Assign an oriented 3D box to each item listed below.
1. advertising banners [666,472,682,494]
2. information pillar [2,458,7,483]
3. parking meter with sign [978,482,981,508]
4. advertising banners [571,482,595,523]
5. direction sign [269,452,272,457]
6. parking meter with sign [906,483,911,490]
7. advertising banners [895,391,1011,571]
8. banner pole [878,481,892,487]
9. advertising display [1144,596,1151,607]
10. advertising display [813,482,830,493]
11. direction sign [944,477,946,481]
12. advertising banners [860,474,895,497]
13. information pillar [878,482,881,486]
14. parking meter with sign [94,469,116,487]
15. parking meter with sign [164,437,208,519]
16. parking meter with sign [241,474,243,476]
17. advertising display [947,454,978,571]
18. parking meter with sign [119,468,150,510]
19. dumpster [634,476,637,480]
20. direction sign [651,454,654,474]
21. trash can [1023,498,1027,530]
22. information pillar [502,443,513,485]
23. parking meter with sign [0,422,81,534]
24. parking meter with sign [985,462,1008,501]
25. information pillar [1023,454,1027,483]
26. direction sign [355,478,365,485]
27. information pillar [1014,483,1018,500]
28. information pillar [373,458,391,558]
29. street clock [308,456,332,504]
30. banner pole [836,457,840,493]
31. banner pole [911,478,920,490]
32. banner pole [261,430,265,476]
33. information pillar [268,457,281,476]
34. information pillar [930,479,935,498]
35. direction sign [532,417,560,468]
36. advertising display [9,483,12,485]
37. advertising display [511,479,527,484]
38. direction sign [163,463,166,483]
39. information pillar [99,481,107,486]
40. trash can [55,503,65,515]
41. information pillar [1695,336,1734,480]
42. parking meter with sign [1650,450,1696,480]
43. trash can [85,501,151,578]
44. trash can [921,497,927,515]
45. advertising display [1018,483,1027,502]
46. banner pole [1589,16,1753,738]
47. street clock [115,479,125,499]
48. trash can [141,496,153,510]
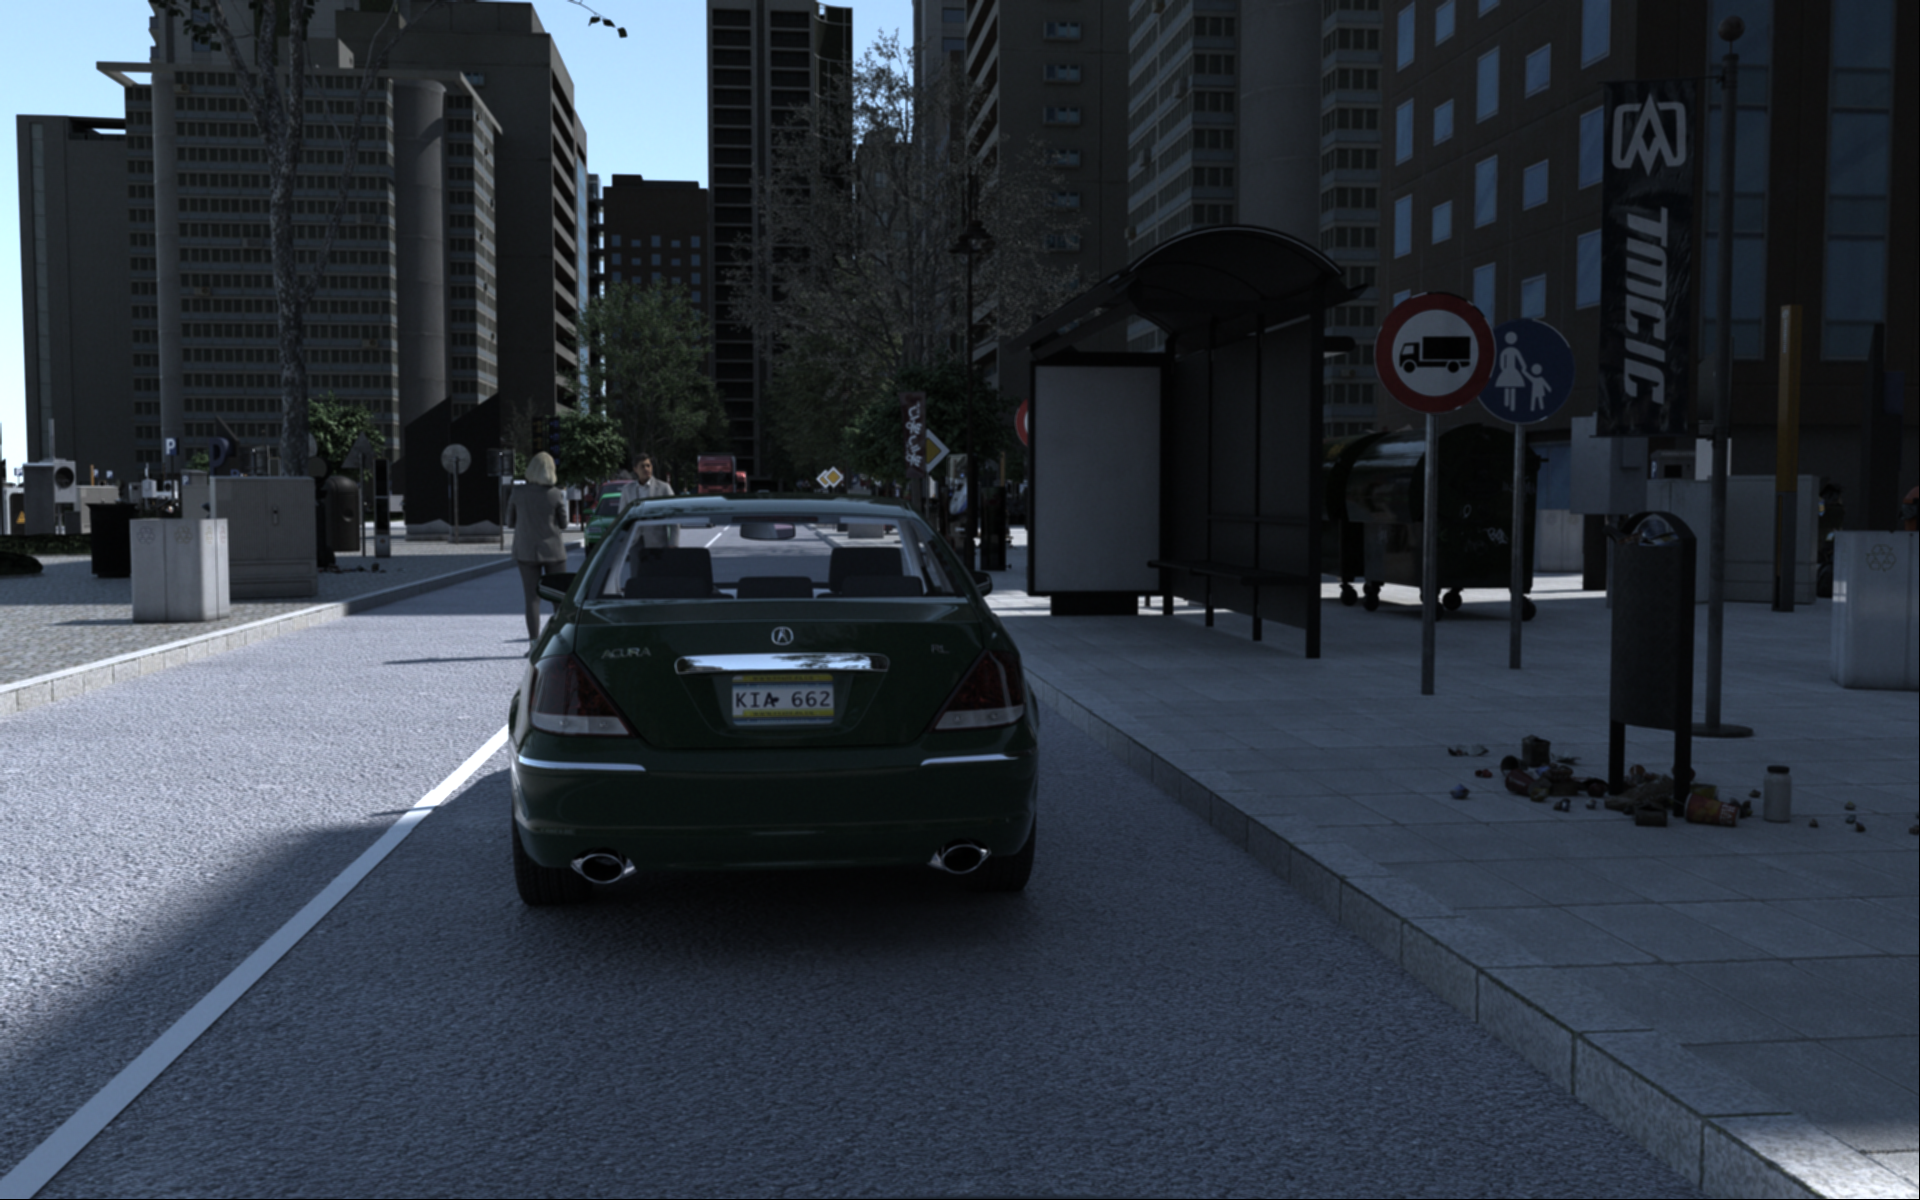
[{"bbox_3d":[-22.657,-8.677,138.050,0.090,3.025,2.074,3,4,38],"label":"advertising banners"},{"bbox_3d":[-62.310,-7.429,112.823,0.183,3.616,0.504,1,4,15],"label":"information pillar"},{"bbox_3d":[0.949,-6.960,110.049,1.738,3.016,0.543,-2,4,-24],"label":"parking meter with sign"},{"bbox_3d":[-16.819,-4.867,75.770,2.074,3.025,0.090,-2,4,-34],"label":"advertising banners"},{"bbox_3d":[-37.003,-6.180,93.042,0.379,3.537,0.876,-1,4,-16],"label":"direction sign"},{"bbox_3d":[-4.156,-8.054,127.939,1.738,3.016,0.543,-2,4,-24],"label":"parking meter with sign"},{"bbox_3d":[-0.106,-2.017,29.165,2.074,3.025,0.090,2,4,25],"label":"advertising banners"},{"bbox_3d":[-3.215,-5.007,71.889,0.863,3.779,0.401,1,4,20],"label":"banner pole"},{"bbox_3d":[1.715,-0.889,19.752,0.974,1.923,0.123,0,4,5],"label":"advertising display"},{"bbox_3d":[-7.372,-5.332,92.399,0.974,1.923,0.123,2,4,26],"label":"advertising display"},{"bbox_3d":[-1.030,-6.707,101.649,0.876,3.537,0.379,0,4,2],"label":"direction sign"},{"bbox_3d":[-2.561,-3.909,60.104,2.074,3.025,0.090,0,4,1],"label":"advertising banners"},{"bbox_3d":[-4.923,-7.150,108.260,0.504,3.616,0.183,-1,4,-21],"label":"information pillar"},{"bbox_3d":[-60.631,-7.735,122.732,0.543,3.016,1.738,1,4,12],"label":"parking meter with sign"},{"bbox_3d":[-23.931,-3.545,54.216,0.543,3.016,1.738,2,4,27],"label":"parking meter with sign"},{"bbox_3d":[-51.927,-8.013,127.269,1.738,3.016,0.543,0,4,-5],"label":"parking meter with sign"},{"bbox_3d":[0.039,-1.394,28.003,0.123,1.923,0.974,-2,4,-24],"label":"advertising display"},{"bbox_3d":[-55.464,-7.352,116.463,1.738,3.016,0.543,-3,5,-45],"label":"parking meter with sign"},{"bbox_3d":[-17.504,-5.577,93.674,1.502,2.255,1.985,0,4,-7],"label":"dumpster"},{"bbox_3d":[-17.505,-6.523,98.647,0.379,3.537,0.876,0,4,-3],"label":"direction sign"},{"bbox_3d":[2.502,-2.855,58.337,0.748,1.137,0.748,0,3,0],"label":"trash can"},{"bbox_3d":[-20.865,-5.418,79.936,0.504,3.616,0.183,-2,4,-35],"label":"information pillar"},{"bbox_3d":[-22.471,-2.815,42.285,1.738,3.016,0.543,-2,4,-29],"label":"parking meter with sign"},{"bbox_3d":[2.168,-5.881,92.414,1.738,3.016,0.543,1,4,17],"label":"parking meter with sign"},{"bbox_3d":[3.904,-6.712,101.090,0.504,3.616,0.183,3,4,39],"label":"information pillar"},{"bbox_3d":[-38.378,-7.236,110.305,0.876,3.537,0.379,-1,4,-16],"label":"direction sign"},{"bbox_3d":[3.702,-6.583,112.120,0.304,2.012,0.304,-1,4,-12],"label":"information pillar"},{"bbox_3d":[-11.701,-1.869,35.045,0.304,2.012,0.304,-1,4,-20],"label":"information pillar"},{"bbox_3d":[-12.245,-1.743,33.071,0.471,2.002,0.358,0,4,4],"label":"street clock"},{"bbox_3d":[-7.197,-6.863,102.230,0.401,3.779,0.863,1,4,14],"label":"banner pole"},{"bbox_3d":[-3.111,-7.902,119.213,0.863,3.779,0.401,-2,4,-28],"label":"banner pole"},{"bbox_3d":[-27.353,-4.775,68.095,0.401,3.779,0.863,-1,4,-19],"label":"banner pole"},{"bbox_3d":[-13.612,-1.848,34.708,0.304,2.012,0.304,1,4,21],"label":"information pillar"},{"bbox_3d":[-1.252,-5.117,75.012,0.183,3.616,0.504,2,4,31],"label":"information pillar"},{"bbox_3d":[-12.164,-3.607,50.969,0.876,3.537,0.379,1,4,13],"label":"direction sign"},{"bbox_3d":[-54.689,-5.772,99.593,0.123,1.923,0.974,-3,5,-44],"label":"advertising display"},{"bbox_3d":[-19.025,-4.252,74.740,0.123,1.923,0.974,1,4,22],"label":"advertising display"},{"bbox_3d":[-58.036,-8.221,126.408,0.379,3.537,0.876,-1,4,-14],"label":"direction sign"},{"bbox_3d":[-47.835,-5.640,96.701,0.304,2.012,0.304,-1,4,-11],"label":"information pillar"},{"bbox_3d":[-62.281,-6.577,119.194,0.748,1.137,0.748,0,3,0],"label":"trash can"},{"bbox_3d":[11.246,-2.108,25.824,0.504,3.616,0.183,2,4,34],"label":"information pillar"},{"bbox_3d":[12.388,-2.070,30.114,1.738,3.016,0.543,0,4,6],"label":"parking meter with sign"},{"bbox_3d":[-13.022,-0.915,26.621,0.748,1.137,0.748,0,3,0],"label":"trash can"},{"bbox_3d":[-1.554,-4.173,79.874,0.748,1.137,0.748,0,3,0],"label":"trash can"},{"bbox_3d":[3.827,-5.803,100.087,0.974,1.923,0.123,-1,4,-21],"label":"advertising display"},{"bbox_3d":[3.815,-1.175,9.234,0.863,3.779,0.401,1,4,12],"label":"banner pole"},{"bbox_3d":[-40.131,-4.786,82.821,0.471,2.002,0.358,2,4,34],"label":"street clock"},{"bbox_3d":[-52.358,-6.116,111.658,0.748,1.137,0.748,0,3,0],"label":"trash can"}]
